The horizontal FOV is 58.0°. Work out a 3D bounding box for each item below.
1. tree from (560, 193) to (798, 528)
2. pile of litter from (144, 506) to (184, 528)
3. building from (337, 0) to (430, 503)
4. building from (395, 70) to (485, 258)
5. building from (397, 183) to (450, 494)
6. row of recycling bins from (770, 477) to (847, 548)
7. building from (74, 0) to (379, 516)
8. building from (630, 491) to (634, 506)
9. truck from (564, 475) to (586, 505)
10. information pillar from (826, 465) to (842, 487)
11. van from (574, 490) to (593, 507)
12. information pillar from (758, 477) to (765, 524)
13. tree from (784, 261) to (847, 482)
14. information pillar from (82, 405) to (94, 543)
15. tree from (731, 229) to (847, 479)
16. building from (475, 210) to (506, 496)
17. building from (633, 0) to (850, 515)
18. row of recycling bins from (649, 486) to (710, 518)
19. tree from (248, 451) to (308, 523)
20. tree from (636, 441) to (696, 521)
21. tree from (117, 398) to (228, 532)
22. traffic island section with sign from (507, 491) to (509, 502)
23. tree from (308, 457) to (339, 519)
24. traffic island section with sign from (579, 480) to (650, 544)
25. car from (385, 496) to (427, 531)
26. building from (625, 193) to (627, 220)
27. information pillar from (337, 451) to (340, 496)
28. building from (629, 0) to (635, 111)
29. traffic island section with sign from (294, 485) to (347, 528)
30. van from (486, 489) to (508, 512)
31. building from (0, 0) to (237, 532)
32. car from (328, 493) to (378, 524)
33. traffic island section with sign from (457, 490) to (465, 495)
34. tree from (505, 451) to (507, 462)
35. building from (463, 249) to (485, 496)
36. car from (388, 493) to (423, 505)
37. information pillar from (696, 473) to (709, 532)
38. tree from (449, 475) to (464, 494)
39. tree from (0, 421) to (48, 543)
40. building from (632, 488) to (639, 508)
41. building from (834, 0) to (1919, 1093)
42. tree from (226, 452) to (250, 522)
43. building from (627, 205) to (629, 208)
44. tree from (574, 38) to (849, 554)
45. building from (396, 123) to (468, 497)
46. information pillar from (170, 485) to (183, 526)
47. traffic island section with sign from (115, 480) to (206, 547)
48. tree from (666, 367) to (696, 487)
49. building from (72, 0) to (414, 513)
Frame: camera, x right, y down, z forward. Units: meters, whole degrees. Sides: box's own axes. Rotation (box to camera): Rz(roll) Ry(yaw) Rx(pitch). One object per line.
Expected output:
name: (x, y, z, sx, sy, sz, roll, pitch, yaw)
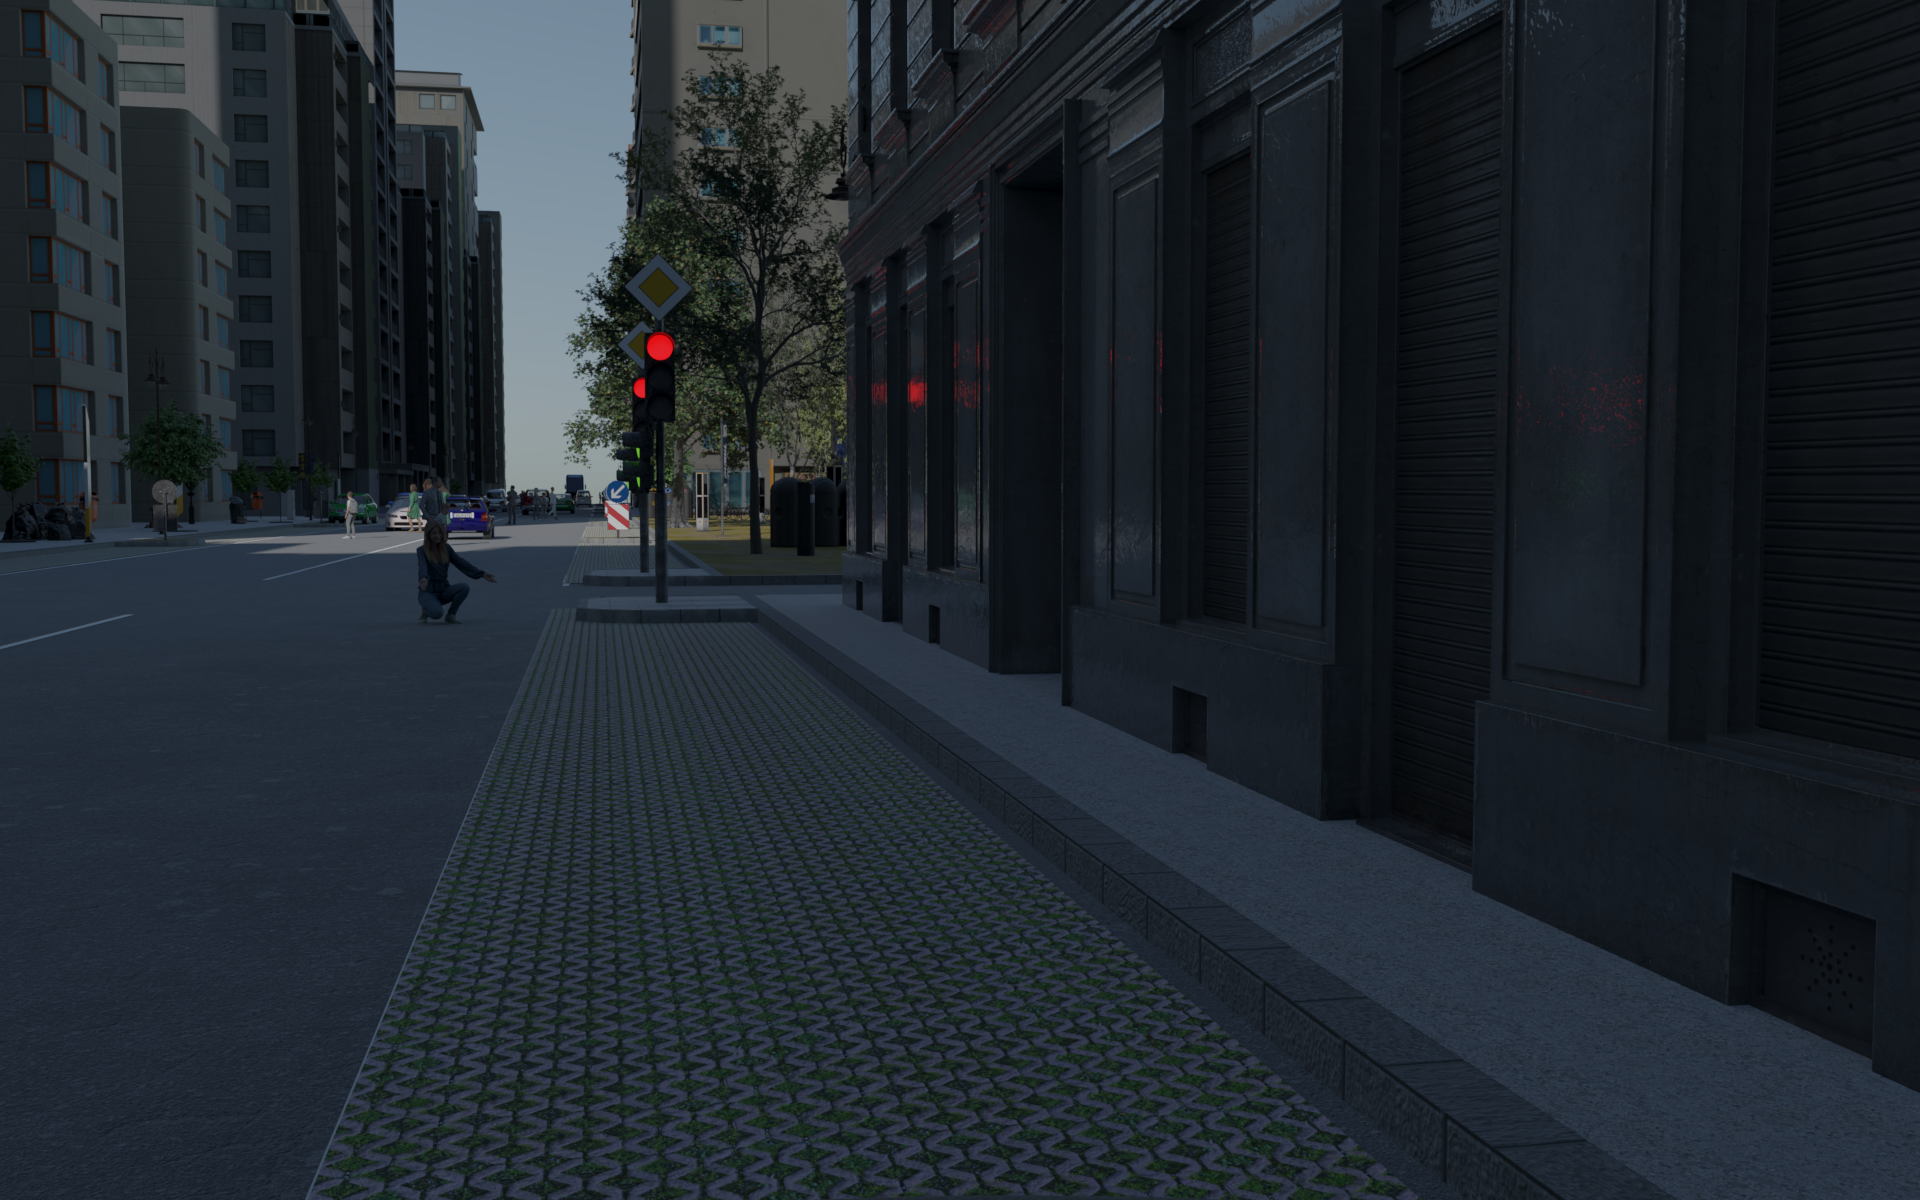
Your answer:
tree: (-10.586, -9.083, 65.510, 9.611, 12.733, 9.660, 0, 3, 0)
pile of litter: (-30.141, -3.142, 65.336, 1.719, 0.858, 1.176, 2, 4, 26)
building: (-55.451, -43.098, 142.902, 20.563, 71.187, 20.611, -1, 4, -12)
building: (-75.275, -38.503, 218.758, 28.713, 52.752, 27.495, -1, 4, -12)
building: (-55.794, -23.857, 161.769, 14.160, 30.474, 14.107, -1, 4, -12)
row of recycling bins: (-3.006, -2.166, 42.524, 3.534, 1.692, 1.069, -3, 4, -36)
building: (-43.420, -20.331, 104.112, 14.160, 30.474, 14.107, -1, 4, -12)
building: (-30.044, -25.839, 194.173, 14.160, 30.474, 14.107, -1, 4, -12)
truck: (-51.856, -14.842, 232.420, 2.967, 4.110, 18.799, -1, 4, -11)
information pillar: (-3.236, -2.451, 44.572, 0.304, 2.012, 0.304, 3, 5, 39)
van: (-40.949, -11.096, 188.425, 2.013, 2.044, 4.112, -1, 4, -13)
information pillar: (-8.664, -4.330, 75.282, 0.304, 2.012, 0.304, -2, 4, -30)
tree: (-3.316, -6.292, 53.242, 4.737, 8.622, 4.395, 0, 3, 0)
information pillar: (-23.088, -3.331, 45.824, 0.183, 3.616, 0.504, -1, 4, -18)
tree: (-4.589, -5.970, 47.977, 4.360, 8.622, 3.978, 0, 3, 0)
building: (-71.321, -34.149, 241.922, 14.154, 41.232, 14.086, -1, 4, -12)
building: (-10.506, -30.044, 114.926, 21.300, 48.544, 21.600, -1, 4, -12)
row of recycling bins: (-15.035, -5.182, 91.842, 3.534, 1.692, 1.069, 0, 4, -1)
tree: (-30.451, -5.062, 77.371, 1.663, 3.219, 1.824, 0, 3, 0)
tree: (-14.261, -6.016, 82.076, 4.285, 4.588, 4.351, 0, 3, 0)
tree: (-26.782, -4.613, 59.138, 4.285, 4.588, 4.351, 0, 3, 0)
traffic island section with sign: (-59.964, -13.580, 230.655, 1.989, 1.847, 2.006, -1, 4, -12)
tree: (-33.712, -5.892, 90.932, 1.663, 3.219, 1.824, 0, 3, 0)
traffic island section with sign: (-10.120, -2.571, 50.664, 1.989, 1.847, 2.006, -1, 4, -12)
car: (-21.550, -3.429, 68.429, 2.083, 1.381, 4.827, -1, 4, -12)
building: (-30.169, -34.316, 215.696, 22.147, 44.769, 28.867, -1, 4, -12)
information pillar: (-33.925, -6.317, 94.632, 0.183, 3.616, 0.504, -1, 4, -17)
building: (-15.200, -29.697, 140.175, 22.147, 44.769, 28.867, -1, 4, -12)
traffic island section with sign: (-27.529, -4.035, 74.598, 1.989, 1.847, 2.006, -1, 4, -12)
van: (-36.716, -7.944, 136.891, 2.013, 2.044, 4.112, -1, 4, -11)
building: (-46.999, -13.747, 69.795, 27.650, 21.520, 28.899, -1, 4, -12)
car: (-28.969, -4.519, 82.677, 1.959, 1.807, 4.718, -1, 4, -10)
traffic island section with sign: (-43.222, -8.656, 150.148, 1.989, 1.847, 2.006, -1, 4, -12)
tree: (-68.342, -18.568, 253.952, 4.360, 8.622, 3.978, 0, 3, 0)
building: (-63.034, -26.237, 200.682, 14.160, 30.474, 14.107, -1, 4, -12)
car: (-24.052, -4.063, 76.029, 1.945, 1.707, 3.694, -1, 4, -13)
information pillar: (-8.821, -3.352, 59.290, 0.304, 2.012, 0.304, 2, 4, 31)
tree: (-50.702, -11.004, 174.509, 1.663, 3.219, 1.824, 0, 3, 0)
tree: (-25.253, -3.135, 45.858, 1.663, 3.219, 1.824, 0, 3, 0)
building: (-15.462, -29.112, 167.854, 32.217, 40.220, 23.993, -1, 4, -12)
building: (5.027, -9.947, 11.781, 9.793, 20.994, 18.267, -1, 4, -12)
tree: (-33.130, -5.226, 80.044, 1.663, 3.219, 1.824, 0, 3, 0)
building: (-35.539, -38.268, 245.288, 23.786, 49.044, 30.456, -1, 4, -12)
tree: (-4.641, -6.250, 36.594, 7.601, 10.594, 8.767, -3, 5, -40)
building: (-60.881, -30.703, 185.583, 14.154, 41.232, 14.086, -1, 4, -12)
information pillar: (-31.315, -4.757, 69.135, 0.183, 3.616, 0.504, 3, 5, 42)
traffic island section with sign: (-21.903, -2.382, 47.573, 1.989, 1.847, 2.006, -1, 4, -12)
tree: (-15.863, -8.752, 93.465, 4.360, 8.622, 3.978, 0, 3, 0)
building: (-55.880, -26.247, 121.024, 32.217, 40.220, 23.993, -1, 4, -12)
